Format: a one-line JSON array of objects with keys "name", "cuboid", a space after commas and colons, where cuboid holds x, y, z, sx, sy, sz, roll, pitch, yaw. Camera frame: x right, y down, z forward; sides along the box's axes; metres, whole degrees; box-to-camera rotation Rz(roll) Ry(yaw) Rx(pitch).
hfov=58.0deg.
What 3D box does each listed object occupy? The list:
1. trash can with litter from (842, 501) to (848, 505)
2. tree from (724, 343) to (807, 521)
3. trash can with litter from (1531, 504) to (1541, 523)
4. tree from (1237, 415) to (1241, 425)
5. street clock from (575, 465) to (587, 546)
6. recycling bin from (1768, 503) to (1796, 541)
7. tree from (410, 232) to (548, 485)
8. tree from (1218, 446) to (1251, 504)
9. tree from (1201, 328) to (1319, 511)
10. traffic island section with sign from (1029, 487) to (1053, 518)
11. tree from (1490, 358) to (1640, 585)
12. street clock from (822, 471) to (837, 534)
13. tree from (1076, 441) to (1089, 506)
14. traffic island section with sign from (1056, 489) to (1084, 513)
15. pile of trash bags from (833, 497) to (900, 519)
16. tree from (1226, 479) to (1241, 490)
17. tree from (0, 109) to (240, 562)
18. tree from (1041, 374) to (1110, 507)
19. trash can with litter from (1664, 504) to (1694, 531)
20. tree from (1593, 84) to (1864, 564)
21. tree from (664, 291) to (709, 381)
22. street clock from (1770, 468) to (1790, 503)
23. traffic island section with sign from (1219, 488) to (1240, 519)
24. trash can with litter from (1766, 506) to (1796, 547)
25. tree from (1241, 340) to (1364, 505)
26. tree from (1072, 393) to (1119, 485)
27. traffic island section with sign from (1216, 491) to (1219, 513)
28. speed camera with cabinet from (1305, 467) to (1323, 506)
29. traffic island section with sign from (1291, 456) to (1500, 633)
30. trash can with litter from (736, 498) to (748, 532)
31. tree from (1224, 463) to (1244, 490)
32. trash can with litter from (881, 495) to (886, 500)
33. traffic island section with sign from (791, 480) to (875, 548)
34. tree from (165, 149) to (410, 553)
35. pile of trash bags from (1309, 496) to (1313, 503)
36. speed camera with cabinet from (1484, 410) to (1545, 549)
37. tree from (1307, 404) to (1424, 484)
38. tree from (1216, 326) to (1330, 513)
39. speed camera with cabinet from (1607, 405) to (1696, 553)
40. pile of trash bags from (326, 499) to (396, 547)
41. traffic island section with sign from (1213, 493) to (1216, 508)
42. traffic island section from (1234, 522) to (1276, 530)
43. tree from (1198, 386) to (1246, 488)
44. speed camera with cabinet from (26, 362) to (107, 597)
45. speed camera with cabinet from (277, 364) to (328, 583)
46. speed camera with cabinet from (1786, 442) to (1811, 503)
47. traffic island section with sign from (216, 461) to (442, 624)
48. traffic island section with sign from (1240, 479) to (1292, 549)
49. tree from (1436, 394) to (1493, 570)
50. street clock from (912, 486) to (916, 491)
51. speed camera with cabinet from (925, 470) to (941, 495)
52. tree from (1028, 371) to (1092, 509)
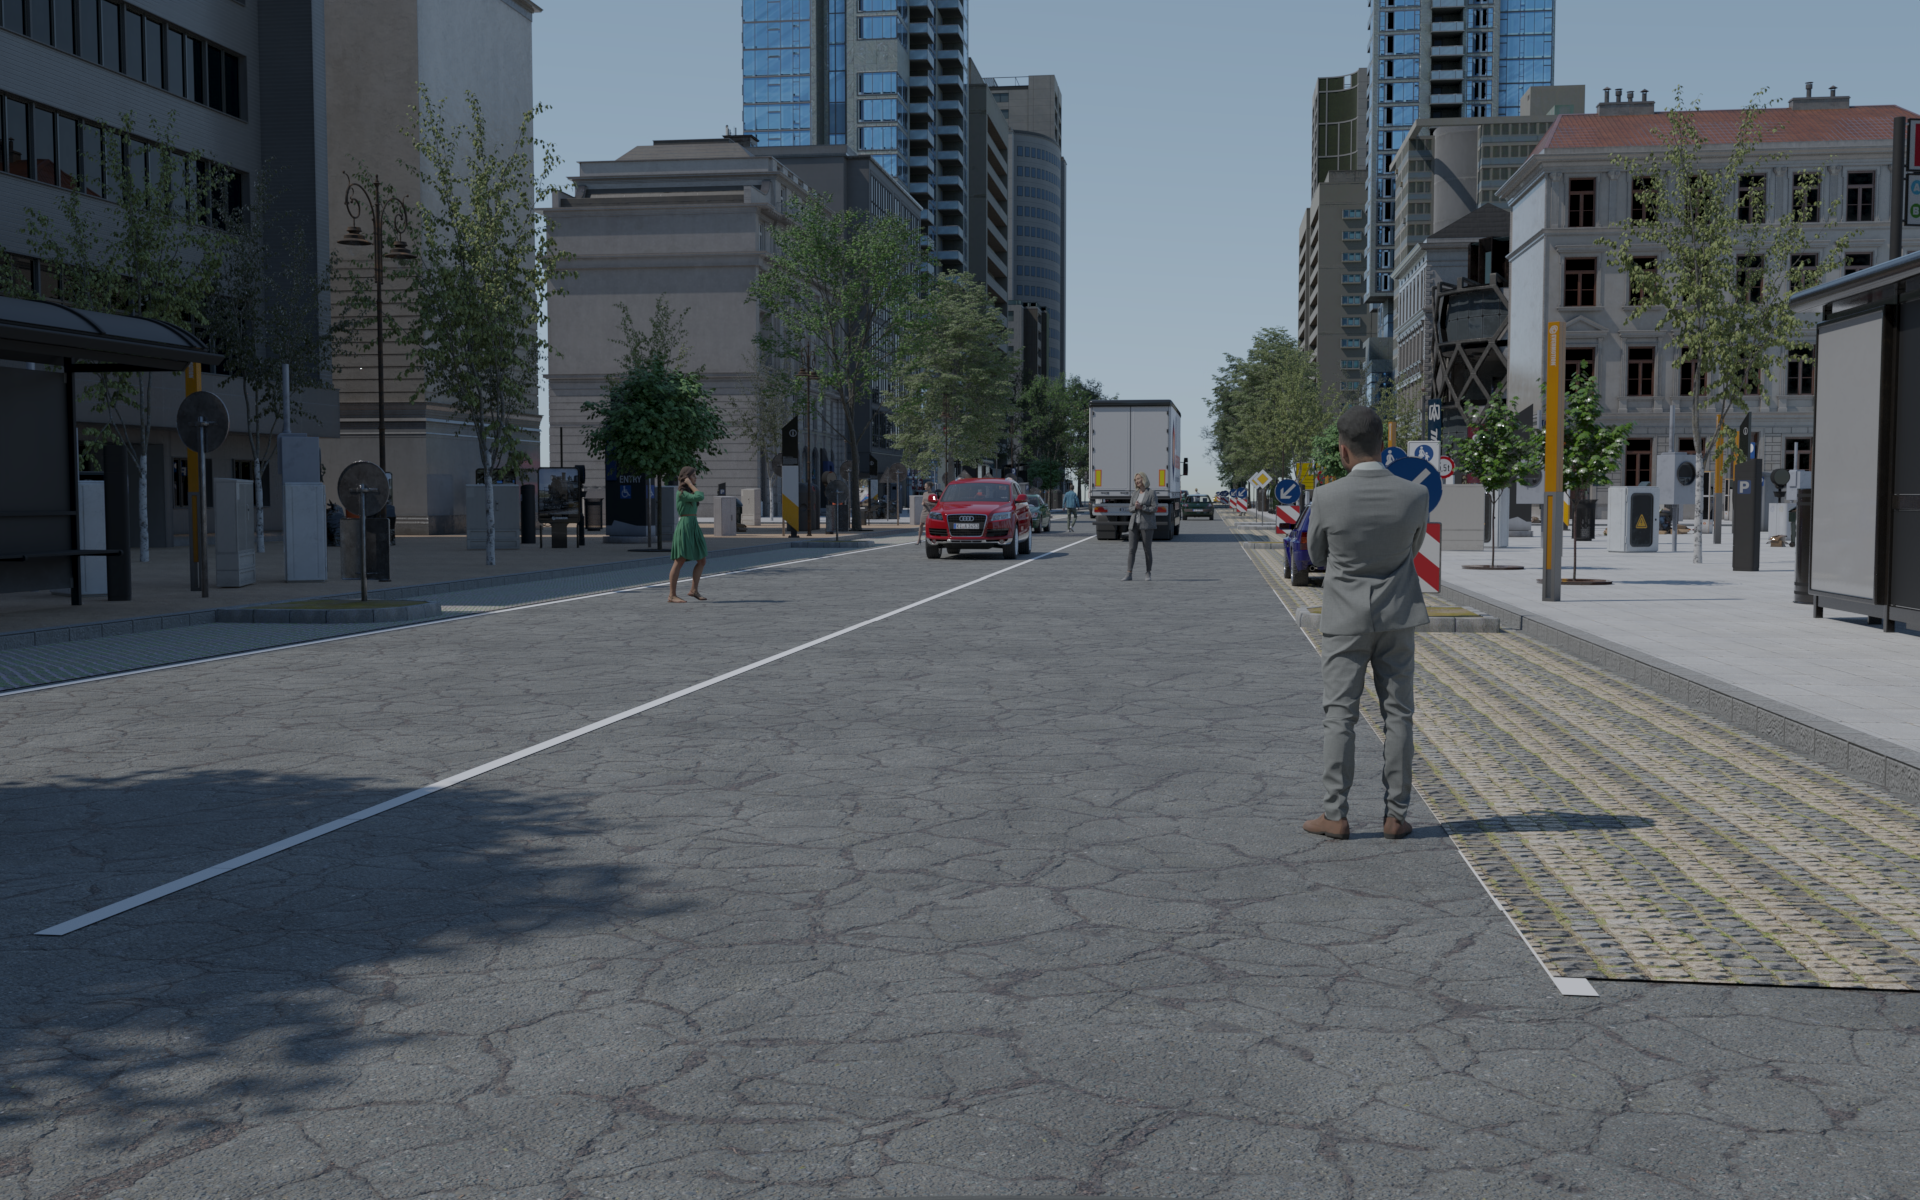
[{"name": "trash can with litter", "cuboid": [-6.983, -5.410, 99.843, 1.055, 1.170, 0.624, 3, 4, 37]}, {"name": "tree", "cuboid": [-9.145, -8.113, 83.013, 4.360, 8.622, 3.978, 0, 3, 0]}, {"name": "trash can with litter", "cuboid": [25.498, -3.943, 75.856, 1.055, 1.170, 0.624, -1, 4, -15]}, {"name": "tree", "cuboid": [19.157, -9.414, 104.277, 4.737, 8.622, 4.395, 0, 3, 0]}, {"name": "street clock", "cuboid": [-9.436, -2.353, 43.040, 0.358, 2.002, 0.471, 0, 4, -5]}, {"name": "recycling bin", "cuboid": [22.883, -2.160, 47.869, 0.722, 1.027, 0.722, -1, 4, -13]}, {"name": "tree", "cuboid": [-13.357, -6.013, 48.669, 4.360, 8.622, 3.978, 0, 3, 0]}, {"name": "tree", "cuboid": [38.926, -19.164, 239.090, 9.928, 11.665, 9.643, 0, 3, 0]}, {"name": "tree", "cuboid": [23.556, -13.947, 134.687, 9.857, 13.997, 8.962, 0, 3, 0]}, {"name": "traffic island section with sign", "cuboid": [4.425, -5.703, 101.873, 1.989, 1.847, 2.006, 0, 4, 8]}, {"name": "tree", "cuboid": [8.865, -1.836, 24.614, 1.663, 3.219, 1.824, 0, 3, 0]}, {"name": "street clock", "cuboid": [-4.149, -3.085, 55.013, 0.358, 2.002, 0.471, 3, 5, 40]}, {"name": "tree", "cuboid": [13.955, -14.642, 189.751, 4.737, 8.622, 4.395, 0, 3, 0]}, {"name": "traffic island section with sign", "cuboid": [8.227, -7.355, 128.889, 1.989, 1.847, 2.006, 0, 4, 8]}, {"name": "pile of trash bags", "cuboid": [-4.860, -4.765, 87.664, 3.447, 1.369, 1.912, -1, 4, -23]}, {"name": "tree", "cuboid": [46.383, -18.767, 290.550, 4.285, 4.588, 4.351, 0, 3, 0]}, {"name": "tree", "cuboid": [-15.733, -5.035, 32.689, 4.737, 8.622, 4.395, 0, 3, 0]}, {"name": "tree", "cuboid": [11.536, -15.206, 165.633, 9.611, 12.733, 9.660, 0, 3, 0]}, {"name": "trash can with litter", "cuboid": [25.422, -3.046, 60.867, 2.233, 1.210, 1.678, 0, 4, -7]}, {"name": "tree", "cuboid": [13.841, -4.971, 31.642, 4.737, 8.622, 4.395, 0, 3, 0]}, {"name": "tree", "cuboid": [-11.390, -6.933, 63.724, 4.737, 8.622, 4.395, 0, 3, 0]}, {"name": "street clock", "cuboid": [23.229, -2.723, 49.096, 0.471, 2.002, 0.358, 0, 4, -1]}, {"name": "traffic island section with sign", "cuboid": [16.220, -5.619, 100.495, 1.989, 1.847, 2.006, 0, 4, 8]}, {"name": "trash can with litter", "cuboid": [20.009, -1.856, 41.732, 1.055, 1.170, 0.624, 3, 5, 41]}, {"name": "tree", "cuboid": [16.241, -8.085, 82.557, 4.737, 8.622, 4.395, 0, 3, 0]}, {"name": "tree", "cuboid": [18.065, -18.970, 216.812, 9.857, 13.997, 8.962, 0, 3, 0]}, {"name": "traffic island section with sign", "cuboid": [19.989, -7.254, 127.226, 1.989, 1.847, 2.006, 0, 4, 8]}, {"name": "speed camera with cabinet", "cuboid": [19.297, -6.197, 95.659, 2.038, 3.252, 0.660, 1, 4, 21]}, {"name": "traffic island section with sign", "cuboid": [4.683, -0.622, 18.796, 1.989, 1.847, 2.006, 0, 4, 8]}, {"name": "trash can with litter", "cuboid": [-7.518, -2.902, 58.828, 0.624, 1.170, 1.055, -2, 4, -33]}, {"name": "tree", "cuboid": [40.055, -18.388, 250.999, 4.360, 8.622, 3.978, 0, 3, 0]}, {"name": "trash can with litter", "cuboid": [-7.758, -8.384, 148.143, 2.233, 1.210, 1.678, -3, 4, -37]}, {"name": "traffic island section with sign", "cuboid": [-3.362, -2.327, 46.672, 1.989, 1.847, 2.006, 0, 4, 8]}, {"name": "tree", "cuboid": [-15.144, -5.342, 37.710, 4.360, 8.622, 3.978, 0, 3, 0]}, {"name": "pile of trash bags", "cuboid": [28.389, -7.893, 138.805, 1.912, 1.369, 3.447, 2, 4, 33]}, {"name": "speed camera with cabinet", "cuboid": [12.989, -2.863, 41.143, 2.038, 3.252, 0.660, 3, 5, 41]}, {"name": "tree", "cuboid": [14.393, -4.846, 62.939, 4.285, 4.588, 4.351, 0, 3, 0]}, {"name": "tree", "cuboid": [21.491, -12.172, 117.132, 7.486, 12.596, 7.792, 0, 3, 0]}, {"name": "speed camera with cabinet", "cuboid": [15.302, -2.684, 38.227, 2.038, 3.252, 0.660, -1, 4, -22]}, {"name": "pile of trash bags", "cuboid": [-14.903, -2.016, 42.717, 1.912, 1.369, 3.447, -1, 4, -18]}, {"name": "traffic island section with sign", "cuboid": [27.004, -10.291, 176.893, 1.989, 1.847, 2.006, 0, 4, 8]}, {"name": "traffic island section", "cuboid": [13.338, -3.396, 77.813, 2.009, 0.180, 2.903, 0, 4, 8]}, {"name": "tree", "cuboid": [31.117, -17.066, 189.399, 12.009, 13.543, 11.850, 0, 3, 0]}, {"name": "speed camera with cabinet", "cuboid": [-11.456, -1.706, 22.233, 2.038, 3.252, 0.660, 3, 5, 44]}, {"name": "speed camera with cabinet", "cuboid": [-9.829, -1.929, 25.882, 0.660, 3.252, 2.038, -1, 4, -22]}, {"name": "speed camera with cabinet", "cuboid": [32.398, -4.370, 65.793, 0.660, 3.252, 2.038, -1, 4, -18]}, {"name": "traffic island section with sign", "cuboid": [-7.135, -0.694, 19.981, 1.989, 1.847, 2.006, 0, 4, 8]}, {"name": "traffic island section with sign", "cuboid": [8.461, -2.254, 45.486, 1.989, 1.847, 2.006, 0, 4, 8]}, {"name": "tree", "cuboid": [9.230, -2.134, 29.493, 1.663, 3.219, 1.824, 0, 3, 0]}, {"name": "street clock", "cuboid": [-4.054, -9.138, 153.984, 0.358, 2.002, 0.471, -1, 4, -19]}, {"name": "speed camera with cabinet", "cuboid": [-2.046, -8.937, 140.457, 0.660, 3.252, 2.038, 2, 4, 32]}, {"name": "tree", "cuboid": [7.605, -13.522, 146.834, 9.928, 11.665, 9.643, 0, 3, 0]}]
